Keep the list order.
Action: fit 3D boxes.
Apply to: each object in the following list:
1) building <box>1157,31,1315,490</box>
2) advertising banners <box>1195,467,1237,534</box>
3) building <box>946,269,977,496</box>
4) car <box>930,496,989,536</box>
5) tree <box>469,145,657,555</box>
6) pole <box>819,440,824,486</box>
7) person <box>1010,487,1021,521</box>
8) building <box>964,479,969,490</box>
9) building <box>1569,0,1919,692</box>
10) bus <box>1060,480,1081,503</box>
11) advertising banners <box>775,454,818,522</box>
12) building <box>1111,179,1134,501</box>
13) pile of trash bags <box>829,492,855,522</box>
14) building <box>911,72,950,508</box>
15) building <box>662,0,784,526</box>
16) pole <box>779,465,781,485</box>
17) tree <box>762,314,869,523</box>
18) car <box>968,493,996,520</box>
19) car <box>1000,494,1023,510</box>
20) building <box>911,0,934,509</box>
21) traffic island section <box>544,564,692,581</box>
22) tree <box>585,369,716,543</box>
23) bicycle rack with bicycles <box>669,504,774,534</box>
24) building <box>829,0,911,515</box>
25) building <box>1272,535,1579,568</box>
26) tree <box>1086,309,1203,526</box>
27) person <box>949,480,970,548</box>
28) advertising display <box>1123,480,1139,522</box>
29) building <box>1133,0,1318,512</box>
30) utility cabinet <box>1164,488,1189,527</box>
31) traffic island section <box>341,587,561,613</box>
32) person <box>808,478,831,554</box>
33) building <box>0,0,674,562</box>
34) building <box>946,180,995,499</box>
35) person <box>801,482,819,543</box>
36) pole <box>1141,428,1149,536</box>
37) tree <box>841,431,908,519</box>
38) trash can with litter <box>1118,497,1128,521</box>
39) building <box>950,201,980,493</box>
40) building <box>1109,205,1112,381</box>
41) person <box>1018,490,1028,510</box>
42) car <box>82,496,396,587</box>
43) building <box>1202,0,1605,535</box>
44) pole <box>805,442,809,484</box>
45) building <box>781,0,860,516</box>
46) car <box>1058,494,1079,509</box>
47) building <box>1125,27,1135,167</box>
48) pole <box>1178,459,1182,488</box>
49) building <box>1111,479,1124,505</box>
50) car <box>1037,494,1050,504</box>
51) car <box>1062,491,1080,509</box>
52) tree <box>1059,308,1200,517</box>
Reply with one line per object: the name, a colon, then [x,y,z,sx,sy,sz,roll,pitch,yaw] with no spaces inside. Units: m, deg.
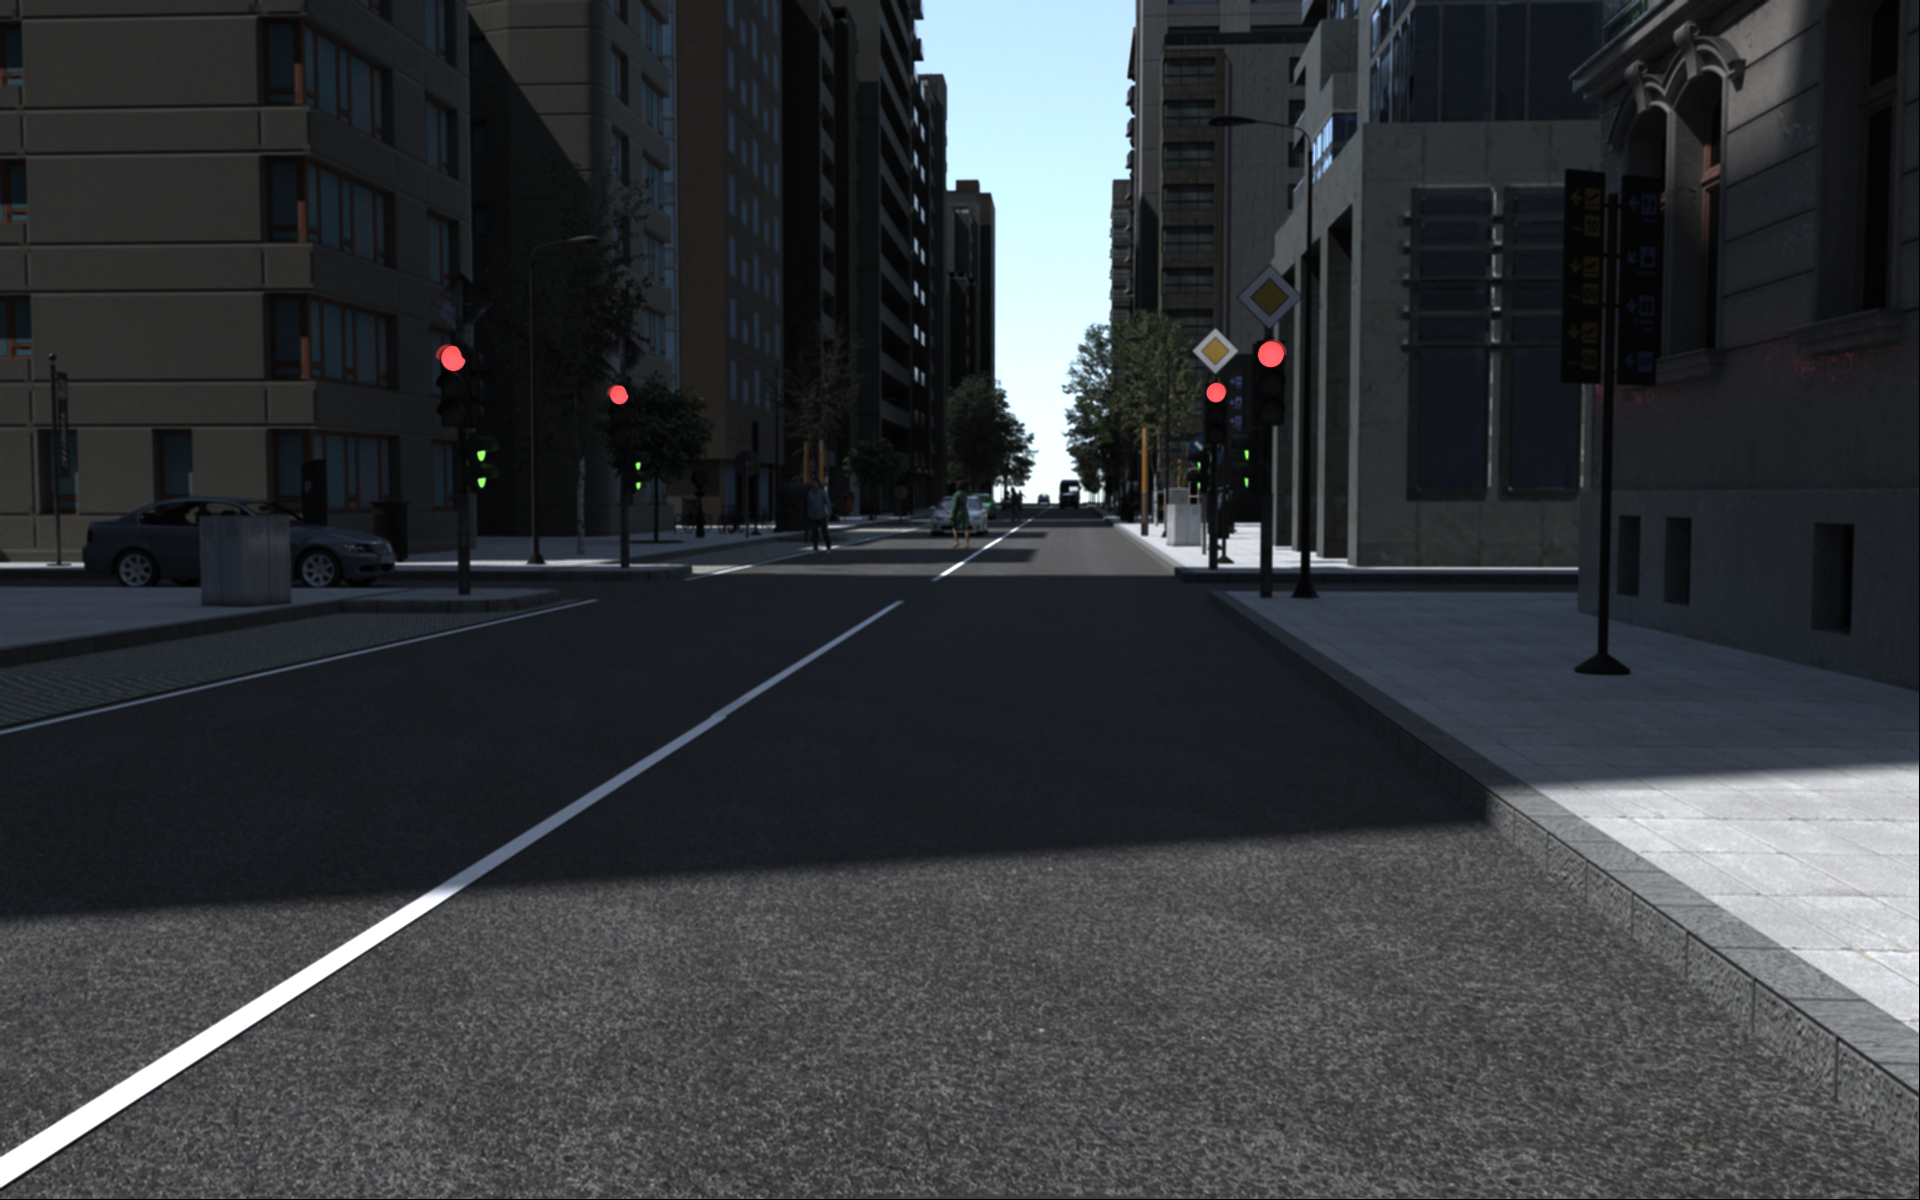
building: [19.813,-20.830,112.273,14.160,30.474,14.107,0,4,4]
advertising banners: [8.207,-3.653,55.921,2.074,3.025,0.090,-3,4,-38]
building: [-5.149,-27.577,222.585,14.160,30.474,14.107,0,4,4]
car: [0.006,-2.968,60.886,2.083,1.381,4.827,0,4,3]
tree: [-8.201,-5.283,36.739,4.360,8.622,3.978,0,3,0]
pole: [-5.209,-4.362,65.168,0.158,3.312,0.155,0,3,0]
person: [2.858,-5.026,91.019,0.721,1.781,0.623,-1,4,-23]
building: [-15.194,-31.315,203.876,32.217,40.220,23.993,0,4,4]
building: [12.201,-13.400,6.474,14.401,28.519,23.554,0,4,4]
bus: [14.571,-14.334,229.221,2.948,3.499,13.247,0,4,4]
advertising banners: [-7.175,-4.887,76.082,2.074,3.025,0.090,1,4,20]
building: [26.786,-33.225,226.819,14.154,41.232,14.086,0,4,4]
pile of trash bags: [-6.287,-4.320,80.381,3.447,1.369,1.912,-3,5,-43]
building: [-8.706,-29.392,164.155,14.154,41.232,14.086,0,4,4]
building: [-15.848,-26.046,75.958,14.600,45.320,14.200,0,4,4]
pole: [-8.914,-5.595,85.324,0.158,3.312,0.155,0,3,0]
tree: [-5.677,-7.370,70.861,4.360,8.622,3.978,0,3,0]
car: [1.010,-5.326,95.871,1.959,1.807,4.718,0,4,5]
car: [4.592,-8.609,152.754,2.014,1.417,4.499,0,4,4]
building: [-14.666,-31.952,142.023,23.786,49.044,30.456,0,4,4]
traffic island section: [-5.841,-0.479,30.113,2.009,0.180,2.903,0,4,4]
tree: [-8.127,-3.794,45.738,4.285,4.588,4.351,0,3,0]
bicycle rack with bicycles: [-8.016,-2.673,57.086,2.852,0.926,2.925,1,4,18]
building: [-14.862,-30.111,116.019,21.300,48.544,21.600,0,4,4]
building: [23.162,-44.361,37.975,31.000,86.520,22.319,0,4,4]
tree: [7.776,-7.225,68.493,4.737,8.622,4.395,0,3,0]
person: [0.017,-2.259,45.679,0.529,1.795,0.600,3,5,43]
advertising display: [7.974,-4.620,80.751,0.974,1.923,0.123,-3,5,-42]
building: [23.892,-36.105,132.320,21.231,58.520,28.212,0,4,4]
utility cabinet: [8.279,-3.490,65.742,1.173,1.500,0.318,-3,4,-37]
traffic island section: [-6.353,0.008,22.145,2.009,0.180,2.903,0,4,4]
person: [-3.342,-2.018,41.506,0.660,1.820,0.620,1,4,21]
building: [-24.776,-12.341,46.814,27.650,21.520,28.899,0,4,4]
building: [-2.112,-36.726,250.576,14.600,45.320,14.200,0,4,4]
person: [-4.355,-2.557,50.733,0.576,1.772,0.534,0,4,-6]
pole: [5.679,-3.628,53.155,0.158,3.312,0.155,0,3,0]
tree: [-4.444,-6.504,90.048,4.285,4.588,4.351,0,3,0]
trash can with litter: [7.859,-4.395,83.242,0.624,1.170,1.055,0,4,0]
building: [-4.604,-33.806,236.321,14.154,41.232,14.086,0,4,4]
building: [32.470,-36.286,247.897,22.147,44.769,28.867,0,4,4]
person: [5.593,-9.309,160.705,1.348,1.824,0.705,-1,4,-9]
car: [-10.923,-0.882,26.416,4.499,1.417,2.014,0,4,2]
building: [22.750,-46.427,71.757,22.319,86.520,31.000,0,4,4]
pole: [-5.940,-4.491,67.263,0.158,3.312,0.155,0,3,0]
building: [-13.561,-19.983,98.423,14.160,30.474,14.107,0,4,4]
car: [10.514,-9.674,167.962,2.009,1.686,4.222,0,4,4]
building: [26.690,-31.034,162.028,22.147,44.769,28.867,0,4,4]
pole: [12.778,-6.537,100.721,0.158,3.312,0.155,0,3,0]
building: [34.205,-31.496,206.835,32.217,40.220,23.993,0,4,4]
car: [12.119,-14.714,250.169,1.945,1.707,3.694,0,4,5]
car: [11.007,-9.964,172.501,1.945,1.707,3.694,0,4,4]
tree: [9.402,-10.376,95.400,9.928,11.665,9.643,0,3,0]
